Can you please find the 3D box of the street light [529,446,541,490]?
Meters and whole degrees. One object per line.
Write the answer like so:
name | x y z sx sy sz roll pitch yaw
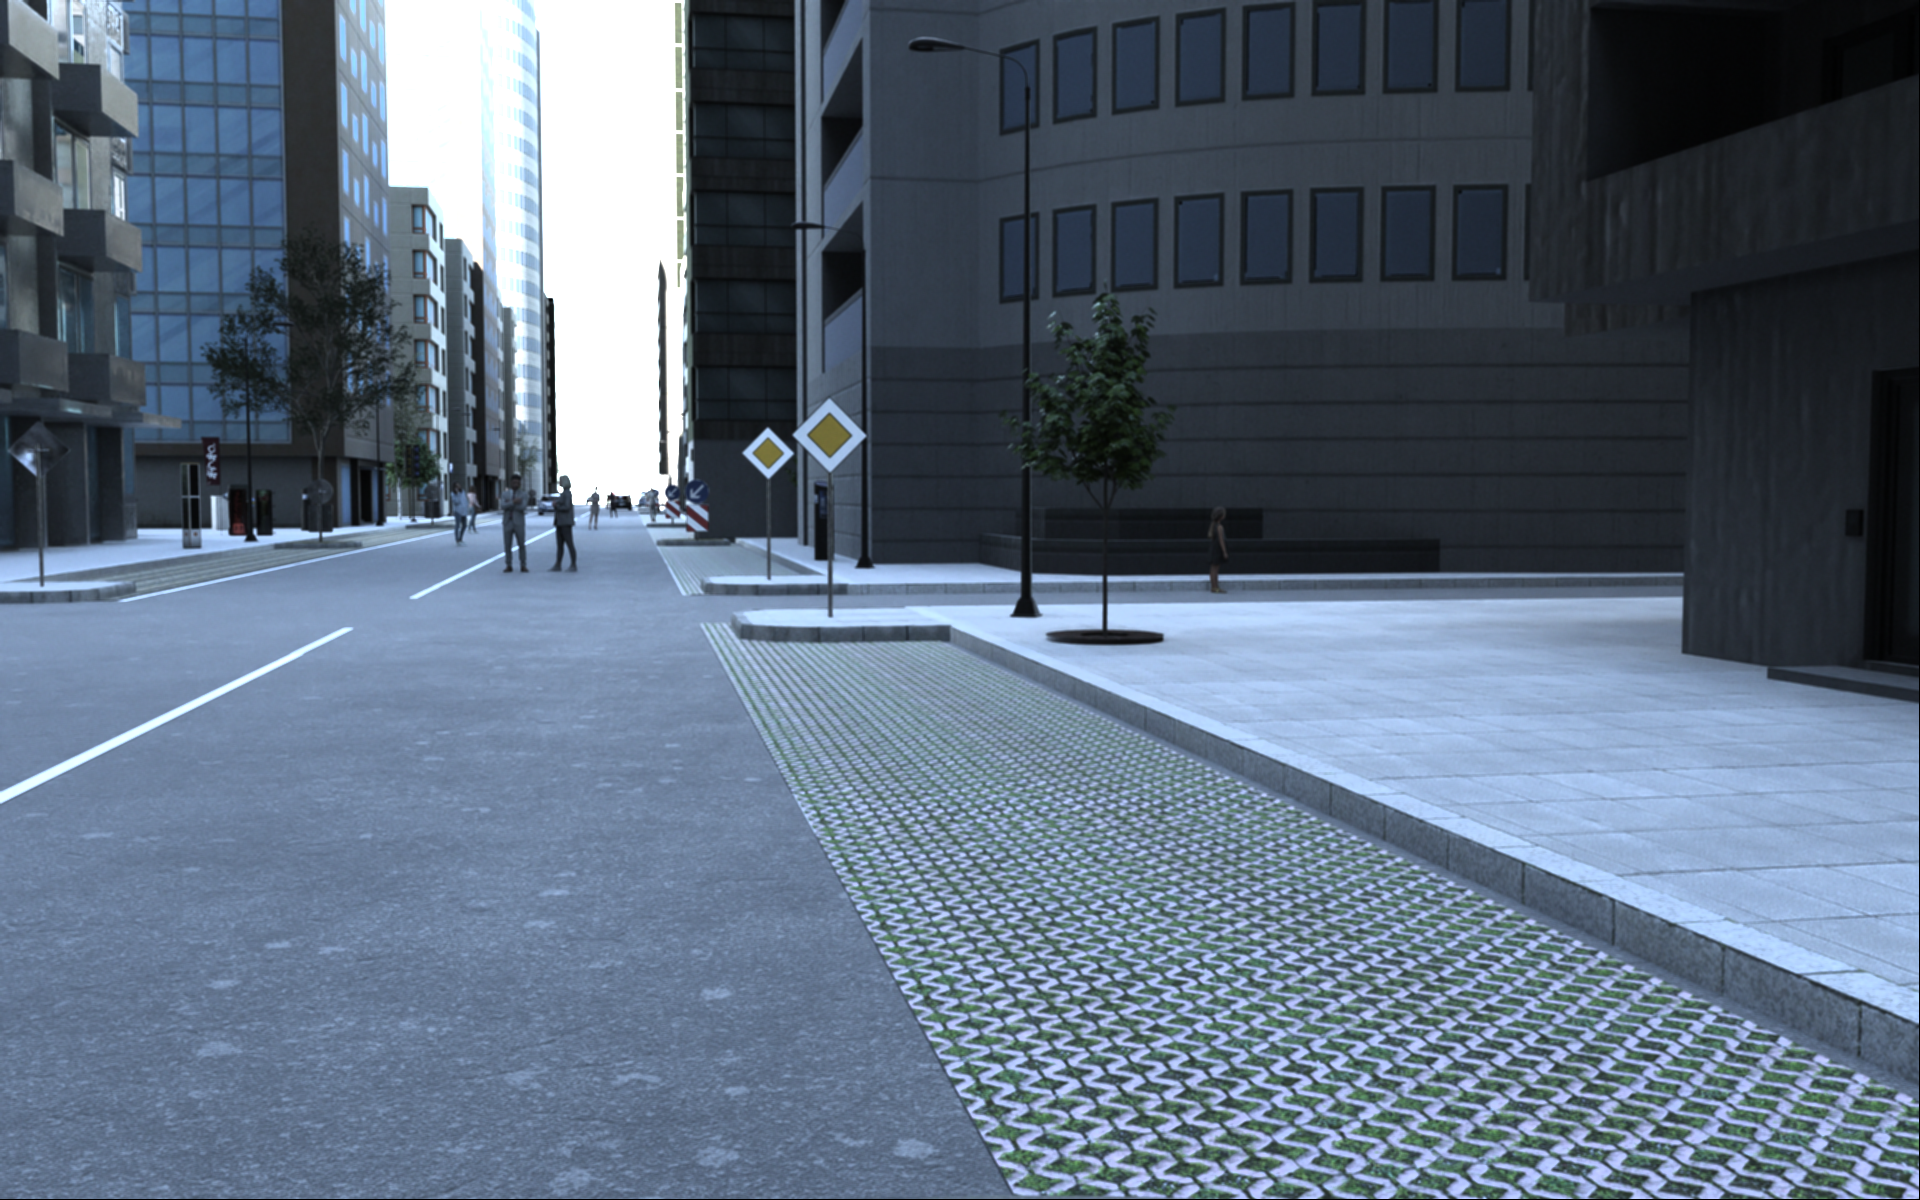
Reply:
street light | -41.998 -12.016 168.995 1.470 5.913 1.316 -1 4 -11

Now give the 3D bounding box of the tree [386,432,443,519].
tree | -28.355 -6.445 89.085 4.285 4.588 4.351 0 3 0

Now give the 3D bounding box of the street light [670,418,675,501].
street light | -16.611 -8.100 104.976 1.470 5.913 1.316 -1 4 -11

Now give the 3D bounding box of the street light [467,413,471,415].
street light | -28.681 -7.745 99.172 1.470 5.913 1.316 -1 4 -11

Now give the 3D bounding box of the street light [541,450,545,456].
street light | -44.188 -12.711 180.360 1.470 5.913 1.316 -1 4 -11

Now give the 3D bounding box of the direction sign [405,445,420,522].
direction sign | -25.143 -5.358 79.596 0.379 3.537 0.876 2 4 23

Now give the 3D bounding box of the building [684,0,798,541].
building | -2.147 -17.490 57.666 14.160 30.474 14.107 -1 4 -11

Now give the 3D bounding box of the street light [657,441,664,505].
street light | -25.533 -10.958 151.708 1.470 5.913 1.316 -1 4 -11

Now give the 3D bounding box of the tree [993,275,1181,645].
tree | 1.366 -1.262 15.239 1.663 3.219 1.824 0 3 0

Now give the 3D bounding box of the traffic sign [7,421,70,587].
traffic sign | -12.725 -1.242 23.954 0.795 2.450 0.064 -1 4 -11

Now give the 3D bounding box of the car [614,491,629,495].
car | -40.991 -12.226 208.575 2.281 1.827 5.304 -1 4 -12

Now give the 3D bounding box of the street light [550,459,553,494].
street light | -48.575 -14.110 203.233 1.470 5.913 1.316 -1 4 -11

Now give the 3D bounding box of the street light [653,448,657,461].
street light | -31.877 -13.026 185.517 1.470 5.913 1.316 -1 4 -11

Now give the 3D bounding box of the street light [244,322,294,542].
street light | -18.634 -4.538 46.741 1.470 5.913 1.316 -1 4 -11

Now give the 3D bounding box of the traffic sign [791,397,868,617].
traffic sign | -1.353 -0.877 17.974 0.795 2.450 0.064 -1 4 -11

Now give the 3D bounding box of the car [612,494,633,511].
car | -29.805 -8.727 152.479 2.009 1.686 4.222 -1 4 -12

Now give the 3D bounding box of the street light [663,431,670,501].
street light | -20.975 -9.520 128.186 1.470 5.913 1.316 -1 4 -11

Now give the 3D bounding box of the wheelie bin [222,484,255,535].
wheelie bin | -22.557 -2.832 54.212 0.980 1.594 0.693 -1 4 -13

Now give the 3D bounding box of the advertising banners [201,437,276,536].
advertising banners | -22.220 -3.496 53.340 2.074 3.025 0.090 -1 4 -15

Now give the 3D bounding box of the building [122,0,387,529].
building | -31.128 -25.634 69.226 14.600 45.320 14.200 -1 4 -11

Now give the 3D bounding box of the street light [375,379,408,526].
street light | -22.827 -5.939 69.651 1.470 5.913 1.316 -1 4 -11

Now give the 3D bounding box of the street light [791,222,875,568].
street light | -2.184 -3.502 29.795 1.470 5.913 1.316 -1 4 -11

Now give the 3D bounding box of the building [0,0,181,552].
building | -30.776 -25.359 34.236 23.786 49.044 30.456 -1 4 -11

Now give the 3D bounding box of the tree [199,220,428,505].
tree | -22.428 -7.683 60.028 8.767 10.594 7.601 0 4 6

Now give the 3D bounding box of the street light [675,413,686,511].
street light | -15.502 -7.788 99.876 1.470 5.913 1.316 -1 4 -11

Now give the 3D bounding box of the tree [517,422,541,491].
tree | -43.723 -13.527 171.527 4.360 8.622 3.978 0 3 0

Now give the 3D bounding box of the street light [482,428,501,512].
street light | -33.174 -9.175 122.553 1.470 5.913 1.316 -1 4 -11

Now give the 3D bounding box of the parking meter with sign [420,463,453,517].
parking meter with sign | -29.403 -6.175 97.218 1.738 3.016 0.543 0 4 3

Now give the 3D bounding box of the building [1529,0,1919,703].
building | 11.583 -14.643 11.113 14.160 30.474 14.107 -1 4 -11

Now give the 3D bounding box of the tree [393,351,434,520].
tree | -27.445 -8.186 84.197 4.360 8.622 3.978 0 3 0

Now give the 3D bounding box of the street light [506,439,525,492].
street light | -37.487 -10.575 145.440 1.470 5.913 1.316 -1 4 -11

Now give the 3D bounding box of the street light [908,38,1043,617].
street light | 0.164 -2.775 17.908 1.470 5.913 1.316 -1 4 -11

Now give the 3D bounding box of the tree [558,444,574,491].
tree | -58.989 -18.610 254.636 4.360 8.622 3.978 0 3 0

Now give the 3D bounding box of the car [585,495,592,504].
car | -51.939 -14.181 244.432 1.945 1.354 3.894 -1 4 -9

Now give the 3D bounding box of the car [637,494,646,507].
car | -34.259 -10.832 189.105 2.014 1.417 4.499 -1 4 -12

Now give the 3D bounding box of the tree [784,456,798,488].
tree | -3.926 -3.337 49.161 1.663 3.219 1.824 0 3 0

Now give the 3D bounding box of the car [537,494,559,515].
car | -27.987 -6.534 118.828 2.014 1.417 4.499 -1 4 -11

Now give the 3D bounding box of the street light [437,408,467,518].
street light | -27.680 -7.412 93.724 1.470 5.913 1.316 -1 4 -11

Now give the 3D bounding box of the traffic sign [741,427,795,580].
traffic sign | -2.855 -1.356 25.817 0.795 2.450 0.064 -1 4 -11
